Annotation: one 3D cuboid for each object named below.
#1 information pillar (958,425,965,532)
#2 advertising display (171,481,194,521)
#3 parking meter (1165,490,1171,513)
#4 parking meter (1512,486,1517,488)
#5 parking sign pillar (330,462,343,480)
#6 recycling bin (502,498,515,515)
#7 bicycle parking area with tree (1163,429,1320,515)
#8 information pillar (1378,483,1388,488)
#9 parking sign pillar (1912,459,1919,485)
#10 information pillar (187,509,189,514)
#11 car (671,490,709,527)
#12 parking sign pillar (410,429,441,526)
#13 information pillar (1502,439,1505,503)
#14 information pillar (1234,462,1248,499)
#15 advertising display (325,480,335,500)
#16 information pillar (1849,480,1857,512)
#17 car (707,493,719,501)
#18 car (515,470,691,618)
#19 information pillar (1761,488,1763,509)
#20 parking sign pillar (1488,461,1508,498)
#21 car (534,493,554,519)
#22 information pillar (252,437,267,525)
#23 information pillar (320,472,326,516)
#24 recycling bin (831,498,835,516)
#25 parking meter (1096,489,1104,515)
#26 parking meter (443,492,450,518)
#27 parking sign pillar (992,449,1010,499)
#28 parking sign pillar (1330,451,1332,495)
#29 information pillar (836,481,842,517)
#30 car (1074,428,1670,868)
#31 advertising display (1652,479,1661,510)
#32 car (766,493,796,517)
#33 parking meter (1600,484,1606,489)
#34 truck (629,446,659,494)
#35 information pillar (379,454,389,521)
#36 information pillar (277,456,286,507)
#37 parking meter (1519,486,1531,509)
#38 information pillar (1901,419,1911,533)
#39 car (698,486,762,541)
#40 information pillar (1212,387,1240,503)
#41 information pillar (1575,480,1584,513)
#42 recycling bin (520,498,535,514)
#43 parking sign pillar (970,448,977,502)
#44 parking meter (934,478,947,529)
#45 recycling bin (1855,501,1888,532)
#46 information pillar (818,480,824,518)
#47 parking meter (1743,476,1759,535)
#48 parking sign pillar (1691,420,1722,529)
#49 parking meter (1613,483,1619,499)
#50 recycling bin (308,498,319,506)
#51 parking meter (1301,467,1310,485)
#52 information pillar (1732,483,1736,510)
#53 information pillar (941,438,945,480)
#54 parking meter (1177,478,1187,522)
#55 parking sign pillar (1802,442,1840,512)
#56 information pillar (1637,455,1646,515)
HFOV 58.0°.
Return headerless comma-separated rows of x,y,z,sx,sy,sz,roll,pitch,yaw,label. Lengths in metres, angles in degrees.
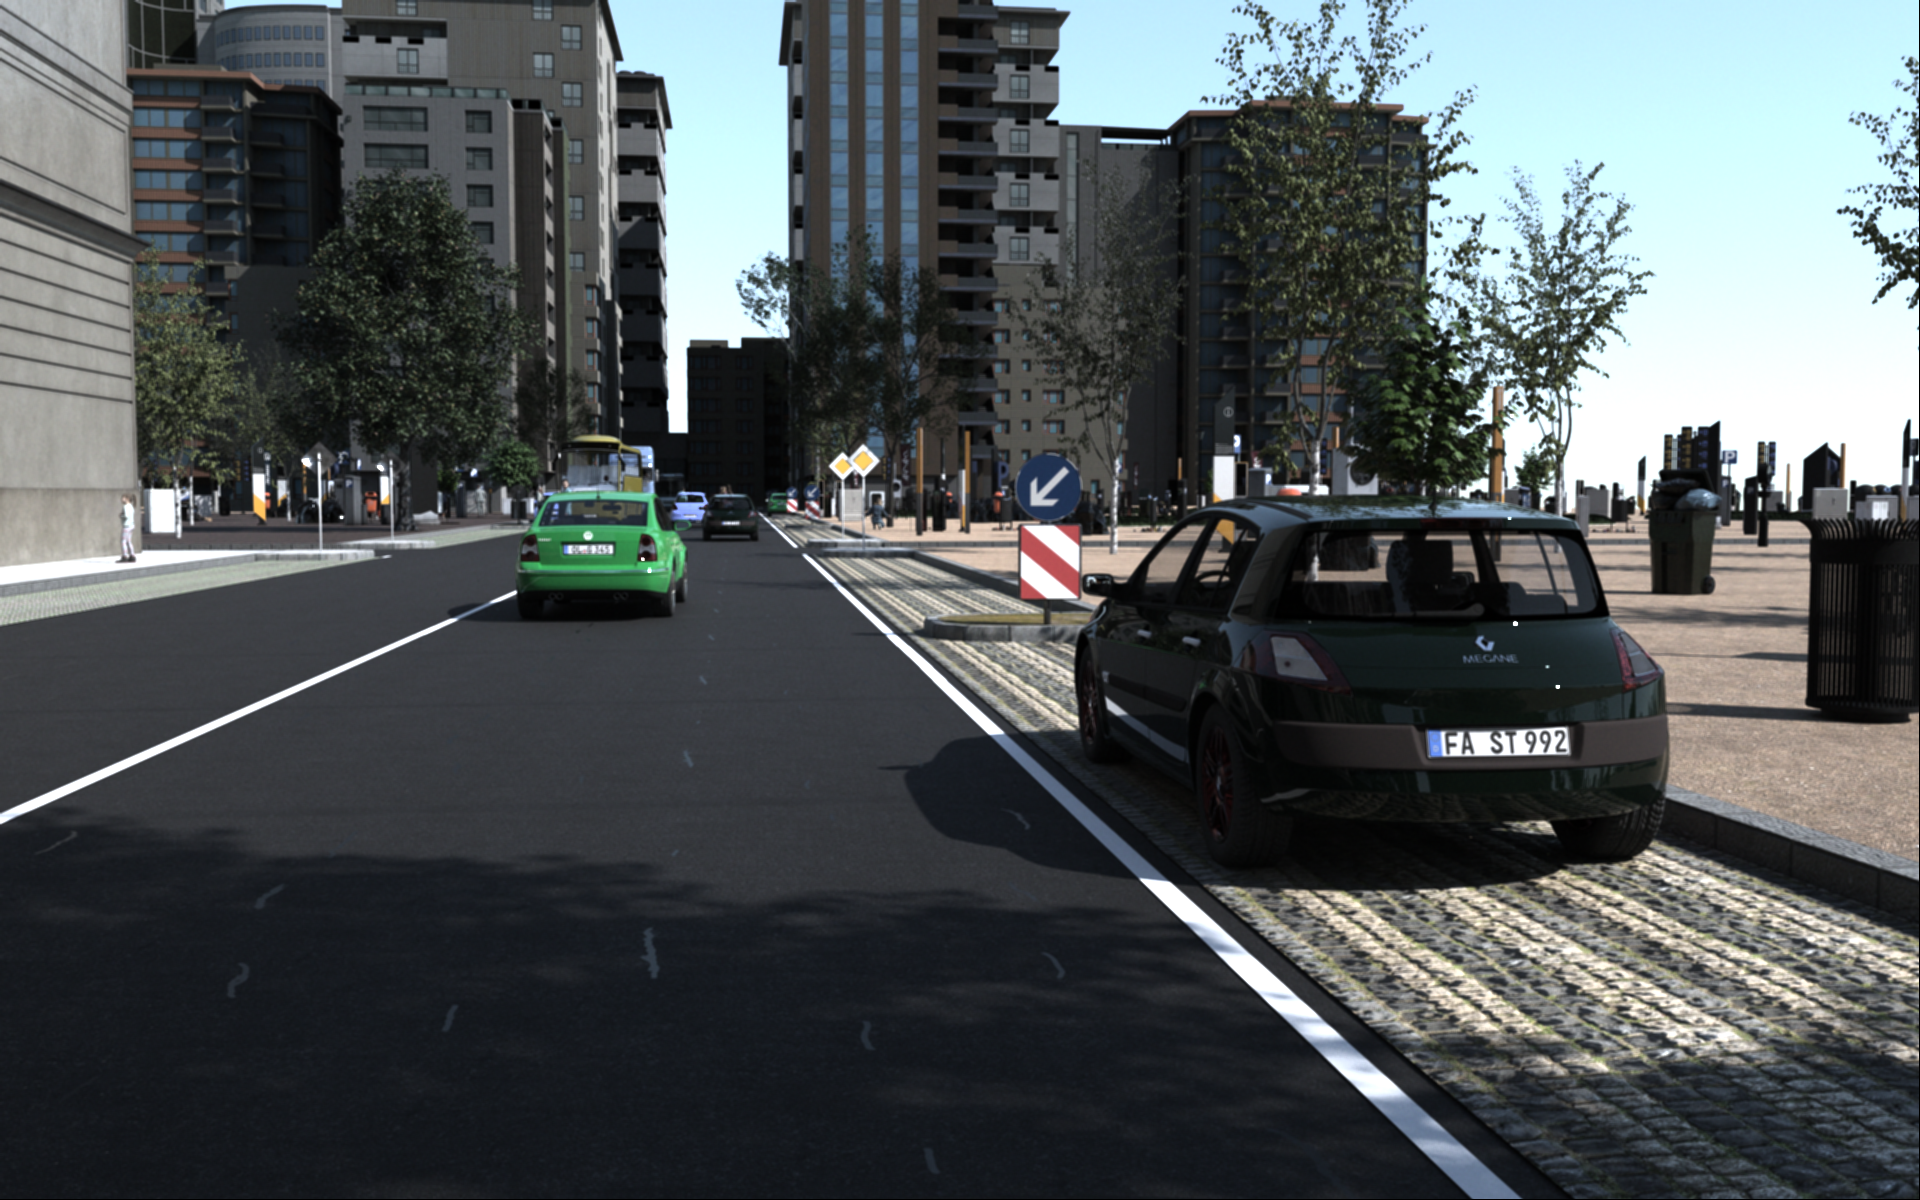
0.065,-4.140,59.042,0.183,3.616,0.504,-1,4,-18,information pillar
-37.535,-4.797,83.650,0.974,1.923,0.123,-1,4,-17,advertising display
14.290,-6.765,119.013,0.372,1.533,0.369,0,3,0,parking meter
38.887,-7.085,121.555,0.399,1.863,0.255,1,4,8,parking meter
-38.887,-7.319,108.142,1.447,3.967,1.447,-3,4,-38,parking sign pillar
-27.903,-5.783,107.110,0.722,1.027,0.722,-1,4,-10,recycling bin
13.123,-5.459,76.258,8.231,4.147,9.016,2,4,27,bicycle parking area with tree
27.504,-6.639,113.034,0.304,2.012,0.304,-3,4,-38,information pillar
55.409,-6.822,100.006,1.447,3.967,1.447,3,5,45,parking sign pillar
-48.861,-6.407,109.246,0.304,2.012,0.304,2,4,24,information pillar
-11.667,-4.032,75.507,1.945,1.707,3.694,0,4,-5,car
-22.119,-5.055,71.117,1.447,3.967,1.447,3,4,36,parking sign pillar
19.417,-4.350,62.481,0.504,3.616,0.183,-1,4,-23,information pillar
6.466,-2.169,39.952,0.304,2.012,0.304,0,4,4,information pillar
-28.305,-4.442,77.839,0.123,1.923,0.974,0,4,-4,advertising display
47.593,-5.370,92.294,0.304,2.012,0.304,2,4,34,information pillar
-23.393,-9.681,167.332,2.155,1.783,4.494,0,4,-7,car
-4.361,-0.776,21.488,1.959,1.807,4.718,0,4,-6,car
55.702,-7.857,119.809,0.504,3.616,0.183,2,4,31,information pillar
37.044,-7.996,119.199,1.447,3.967,1.447,-1,4,-21,parking sign pillar
-20.239,-4.706,86.530,1.945,1.707,3.694,0,4,-6,car
-28.686,-4.863,70.868,0.504,3.616,0.183,-3,5,-41,information pillar
-37.596,-6.779,102.197,0.504,3.616,0.183,2,4,33,information pillar
-7.770,-5.410,101.005,0.722,1.027,0.722,-3,5,-44,recycling bin
6.464,-4.381,80.048,0.372,1.533,0.369,0,3,0,parking meter
-27.773,-5.216,93.687,0.372,1.533,0.369,0,3,0,parking meter
2.423,-7.022,103.277,1.447,3.967,1.447,3,4,37,parking sign pillar
23.807,-7.390,109.300,1.447,3.967,1.447,2,4,33,parking sign pillar
-6.842,-5.707,97.801,0.304,2.012,0.304,-1,4,-18,information pillar
1.658,0.103,8.097,2.009,1.686,4.222,0,4,-7,car
30.719,-4.352,76.373,0.123,1.923,0.974,3,4,36,advertising display
-11.310,-6.165,109.590,1.959,1.807,4.718,0,4,-7,car
38.888,-6.060,104.798,0.399,1.863,0.255,-3,5,-40,parking meter
-19.363,-6.939,103.215,2.967,4.110,18.799,-1,4,-9,truck
-26.992,-5.493,81.162,0.183,3.616,0.504,2,4,33,information pillar
-40.335,-6.826,102.967,0.504,3.616,0.183,-1,4,-14,information pillar
18.115,-2.885,55.577,0.372,1.533,0.369,0,3,0,parking meter
29.592,-3.844,54.199,0.183,3.616,0.504,1,4,14,information pillar
-7.166,-2.709,54.082,2.009,1.686,4.222,0,4,-8,car
5.762,-2.840,37.794,0.504,3.616,0.183,-1,4,-13,information pillar
31.732,-5.149,88.671,0.304,2.012,0.304,-1,4,-12,information pillar
-27.796,-6.043,111.350,0.722,1.027,0.722,0,4,5,recycling bin
0.661,-6.914,101.523,1.447,3.967,1.447,-1,4,-9,parking sign pillar
-0.695,-3.403,61.348,0.399,1.863,0.255,-3,5,-44,parking meter
30.960,-2.830,58.829,0.722,1.027,0.722,-1,4,-18,recycling bin
-7.375,-5.357,92.073,0.304,2.012,0.304,0,4,-3,information pillar
24.957,-2.994,54.659,0.399,1.863,0.255,3,5,40,parking meter
27.362,-4.612,63.873,1.447,3.967,1.447,3,5,44,parking sign pillar
33.226,-5.020,87.785,0.255,1.863,0.399,2,4,26,parking meter
-39.604,-5.736,106.336,0.722,1.027,0.722,-1,4,-12,recycling bin
7.535,-1.951,37.602,0.255,1.863,0.399,1,4,17,parking meter
53.471,-7.060,119.922,0.304,2.012,0.304,-1,4,-10,information pillar
-0.702,-4.904,71.542,0.183,3.616,0.504,1,4,11,information pillar
8.285,-3.600,64.577,0.255,1.863,0.399,2,4,32,parking meter
44.734,-6.238,90.455,1.447,3.967,1.447,-2,4,-29,parking sign pillar
41.087,-6.913,104.376,0.183,3.616,0.504,-2,4,-32,information pillar
